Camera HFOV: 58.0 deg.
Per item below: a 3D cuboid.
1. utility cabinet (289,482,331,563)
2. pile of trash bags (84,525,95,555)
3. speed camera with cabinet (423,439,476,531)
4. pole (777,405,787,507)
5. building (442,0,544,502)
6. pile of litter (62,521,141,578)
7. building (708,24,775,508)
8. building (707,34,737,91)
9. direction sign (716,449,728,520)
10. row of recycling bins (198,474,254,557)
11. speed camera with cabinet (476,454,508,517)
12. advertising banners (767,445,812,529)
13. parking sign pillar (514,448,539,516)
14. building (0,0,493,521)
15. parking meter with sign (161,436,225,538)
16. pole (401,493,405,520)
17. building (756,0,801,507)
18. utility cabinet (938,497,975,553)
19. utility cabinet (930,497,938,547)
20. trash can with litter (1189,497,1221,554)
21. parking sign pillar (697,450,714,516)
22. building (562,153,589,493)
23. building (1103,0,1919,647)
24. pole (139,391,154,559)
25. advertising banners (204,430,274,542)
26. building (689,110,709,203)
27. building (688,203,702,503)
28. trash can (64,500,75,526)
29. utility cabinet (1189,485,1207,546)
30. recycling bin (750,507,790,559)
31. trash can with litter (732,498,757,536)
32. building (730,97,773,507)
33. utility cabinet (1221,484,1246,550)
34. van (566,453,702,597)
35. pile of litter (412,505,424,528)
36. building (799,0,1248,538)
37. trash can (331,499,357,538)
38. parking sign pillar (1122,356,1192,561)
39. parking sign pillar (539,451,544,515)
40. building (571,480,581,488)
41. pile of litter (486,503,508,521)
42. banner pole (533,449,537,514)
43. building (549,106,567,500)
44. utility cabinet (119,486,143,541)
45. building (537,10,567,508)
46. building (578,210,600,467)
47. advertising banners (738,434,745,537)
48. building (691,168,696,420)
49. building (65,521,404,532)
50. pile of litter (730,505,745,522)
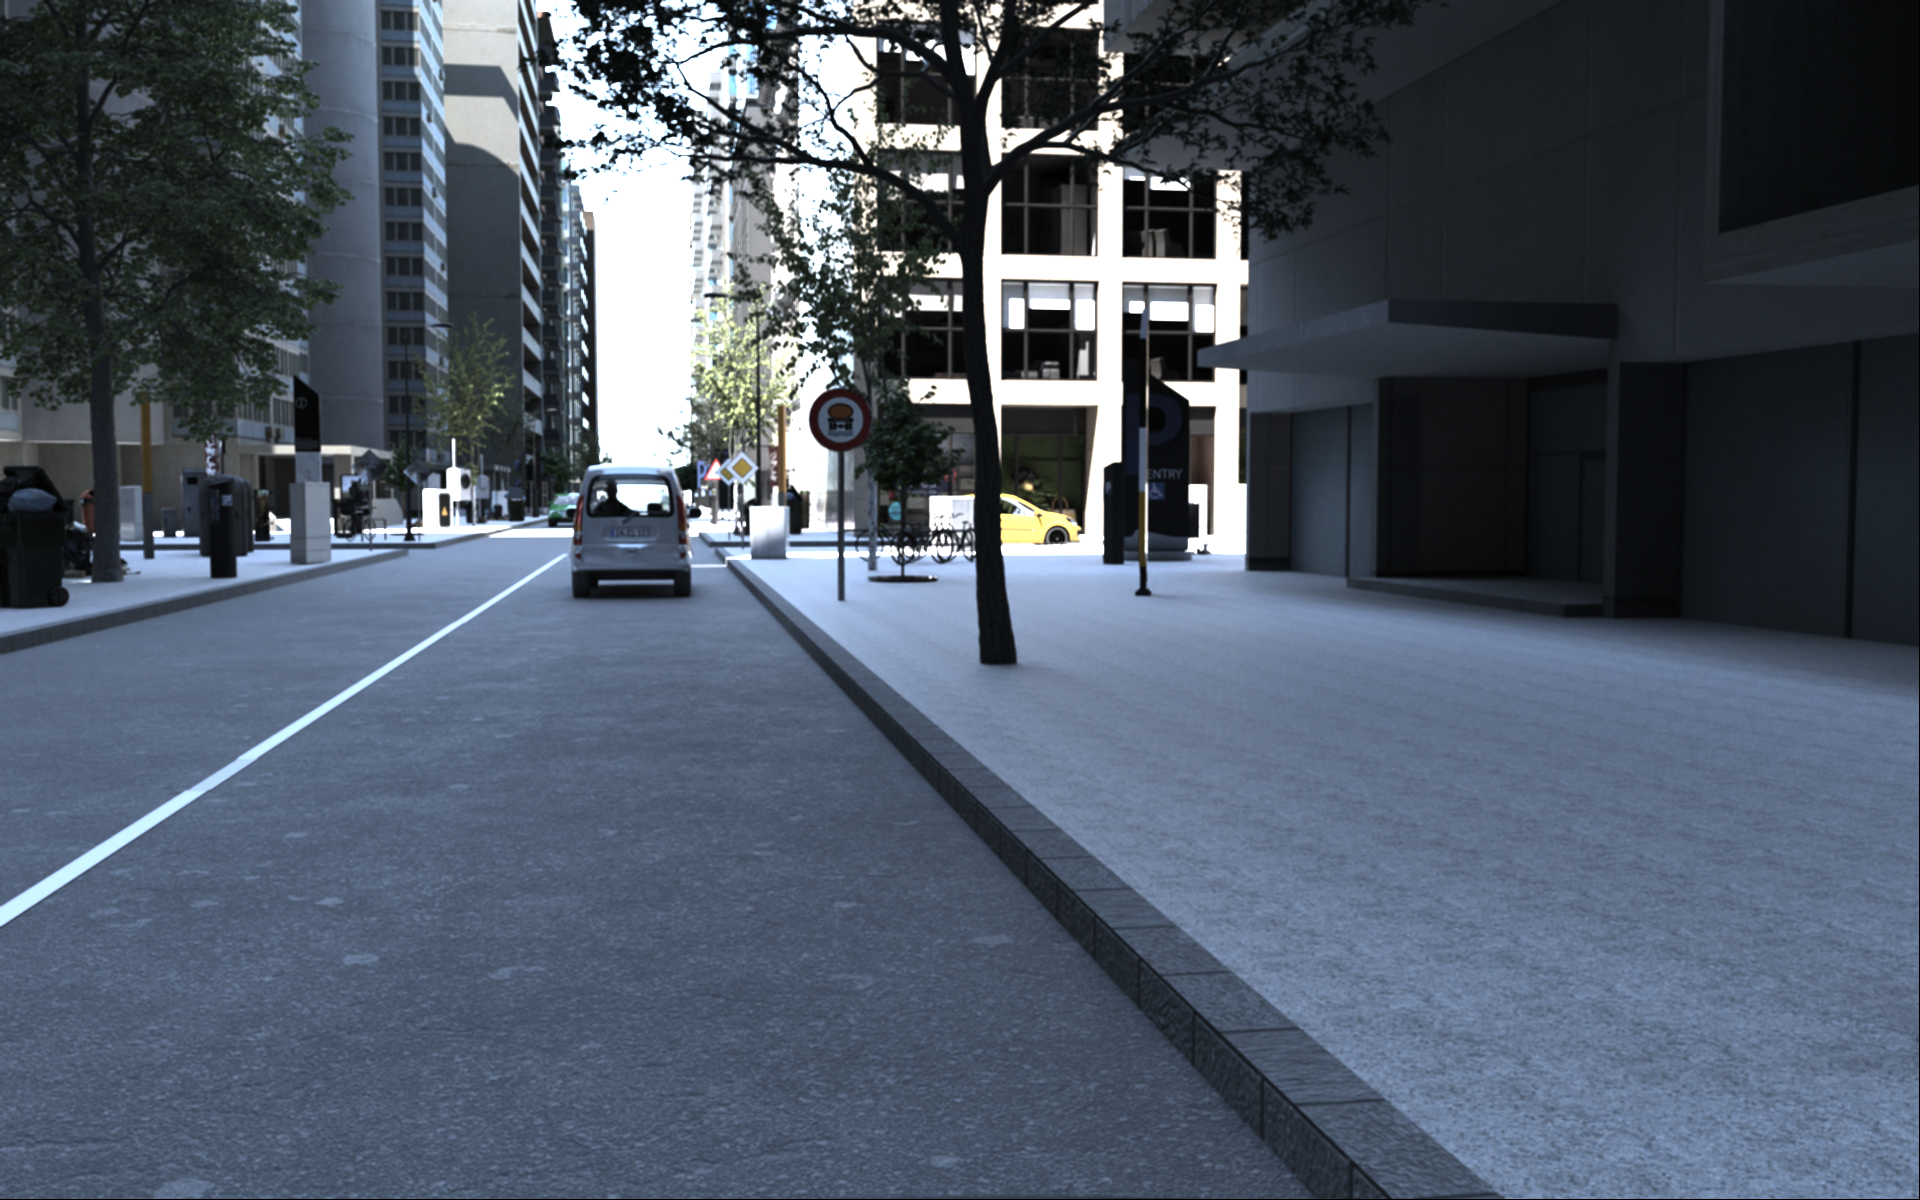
[{"bbox_3d":[-12.035,-1.430,32.064,0.318,1.500,1.173,0,4,1],"label":"utility cabinet"},{"bbox_3d":[-19.254,-1.575,35.507,3.447,1.369,1.912,-3,5,-40],"label":"pile of trash bags"},{"bbox_3d":[-18.114,-4.089,61.195,0.660,3.252,2.038,1,4,20],"label":"speed camera with cabinet"},{"bbox_3d":[-4.096,-2.816,39.886,0.158,3.312,0.155,0,3,0],"label":"pole"},{"bbox_3d":[-42.778,-30.867,128.380,21.300,48.544,21.600,-1,4,-10],"label":"building"},{"bbox_3d":[-13.570,-0.803,27.093,1.176,0.858,1.719,2,4,29],"label":"pile of litter"},{"bbox_3d":[-10.506,-51.218,150.086,22.319,86.520,31.000,-1,4,-10],"label":"building"},{"bbox_3d":[-15.202,-34.389,181.862,23.786,49.044,30.456,-1,4,-10],"label":"building"},{"bbox_3d":[-11.975,-5.826,87.247,0.876,3.537,0.379,3,4,38],"label":"direction sign"},{"bbox_3d":[-15.686,-1.827,36.991,1.069,1.692,3.534,-1,4,-19],"label":"row of recycling bins"},{"bbox_3d":[-23.271,-5.631,86.410,2.038,3.252,0.660,-3,5,-41],"label":"speed camera with cabinet"},{"bbox_3d":[-6.207,-4.093,63.103,0.090,3.025,2.074,3,5,44],"label":"advertising banners"},{"bbox_3d":[-25.318,-6.808,99.786,1.447,3.967,1.447,0,4,-3],"label":"parking sign pillar"},{"bbox_3d":[-44.217,-25.183,103.617,32.217,40.220,23.993,-1,4,-10],"label":"building"},{"bbox_3d":[-22.825,-3.383,51.567,1.738,3.016,0.543,-2,4,-32],"label":"parking meter with sign"},{"bbox_3d":[-27.500,-5.605,85.485,0.158,3.312,0.155,0,3,0],"label":"pole"},{"bbox_3d":[-2.776,-18.405,88.307,14.401,28.519,23.554,-1,4,-10],"label":"building"},{"bbox_3d":[0.012,-1.650,38.147,0.306,1.237,1.020,3,4,37],"label":"utility cabinet"},{"bbox_3d":[-0.198,-1.883,41.941,1.020,1.237,0.306,-1,4,-20],"label":"utility cabinet"},{"bbox_3d":[4.484,-1.597,37.170,2.233,1.210,1.678,1,4,9],"label":"trash can with litter"},{"bbox_3d":[-14.826,-6.891,101.145,1.447,3.967,1.447,-3,4,-38],"label":"parking sign pillar"},{"bbox_3d":[-63.457,-37.982,240.620,23.786,49.044,30.456,-1,4,-10],"label":"building"},{"bbox_3d":[17.796,-26.185,17.365,28.713,52.752,27.495,-1,4,-10],"label":"building"},{"bbox_3d":[-16.091,-2.472,34.265,0.158,3.312,0.155,0,3,0],"label":"pole"},{"bbox_3d":[-19.273,-3.057,46.168,0.090,3.025,2.074,2,4,34],"label":"advertising banners"},{"bbox_3d":[-30.907,-44.339,266.940,21.231,58.520,28.212,-1,4,-10],"label":"building"},{"bbox_3d":[-31.354,-34.396,245.966,14.154,41.232,14.086,-1,4,-10],"label":"building"},{"bbox_3d":[-23.461,-2.052,45.197,0.748,1.137,0.748,0,3,0],"label":"trash can"},{"bbox_3d":[5.585,-2.065,42.436,0.318,1.500,1.173,-2,4,-26],"label":"utility cabinet"},{"bbox_3d":[-3.783,-1.343,34.508,0.722,1.027,0.722,0,4,0],"label":"recycling bin"},{"bbox_3d":[-6.638,-2.582,53.610,1.055,1.170,0.624,2,4,35],"label":"trash can with litter"},{"bbox_3d":[-7.171,-19.481,112.027,14.314,27.812,24.014,-1,4,-10],"label":"building"},{"bbox_3d":[6.544,-1.873,39.300,1.173,1.500,0.318,1,4,21],"label":"utility cabinet"},{"bbox_3d":[-4.813,-1.133,25.537,2.013,2.044,4.112,-1,4,-9],"label":"van"},{"bbox_3d":[-20.550,-3.202,66.326,1.176,0.858,1.719,0,4,3],"label":"pile of litter"},{"bbox_3d":[11.995,-15.784,62.592,34.151,26.468,19.350,-1,4,-10],"label":"building"},{"bbox_3d":[-18.058,-2.395,50.806,0.748,1.137,0.748,0,3,0],"label":"trash can"},{"bbox_3d":[3.797,-2.761,33.609,1.447,3.967,1.447,0,4,6],"label":"parking sign pillar"},{"bbox_3d":[-26.486,-7.309,107.966,1.447,3.967,1.447,3,4,39],"label":"parking sign pillar"},{"bbox_3d":[-62.513,-31.886,213.209,32.217,40.220,23.993,-1,4,-10],"label":"building"},{"bbox_3d":[-22.262,-4.287,84.050,1.719,0.858,1.176,-2,4,-29],"label":"pile of litter"},{"bbox_3d":[-23.581,-6.490,96.124,0.401,3.779,0.863,0,4,0],"label":"banner pole"},{"bbox_3d":[-47.800,-30.127,176.164,14.154,41.232,14.086,-1,4,-10],"label":"building"},{"bbox_3d":[-22.505,-2.345,47.021,1.173,1.500,0.318,3,5,44],"label":"utility cabinet"},{"bbox_3d":[-46.936,-30.544,154.014,22.147,44.769,28.867,-1,4,-10],"label":"building"},{"bbox_3d":[-62.382,-37.556,264.146,14.600,45.320,14.200,-1,4,-10],"label":"building"},{"bbox_3d":[-6.440,-3.358,51.099,0.090,3.025,2.074,-1,4,-11],"label":"advertising banners"},{"bbox_3d":[-23.371,-36.999,224.548,23.786,49.044,30.456,-1,4,-10],"label":"building"},{"bbox_3d":[-38.390,-22.697,62.976,32.217,40.220,23.993,-1,4,-10],"label":"building"},{"bbox_3d":[-9.890,-4.037,79.975,1.719,0.858,1.176,3,5,44],"label":"pile of litter"}]
